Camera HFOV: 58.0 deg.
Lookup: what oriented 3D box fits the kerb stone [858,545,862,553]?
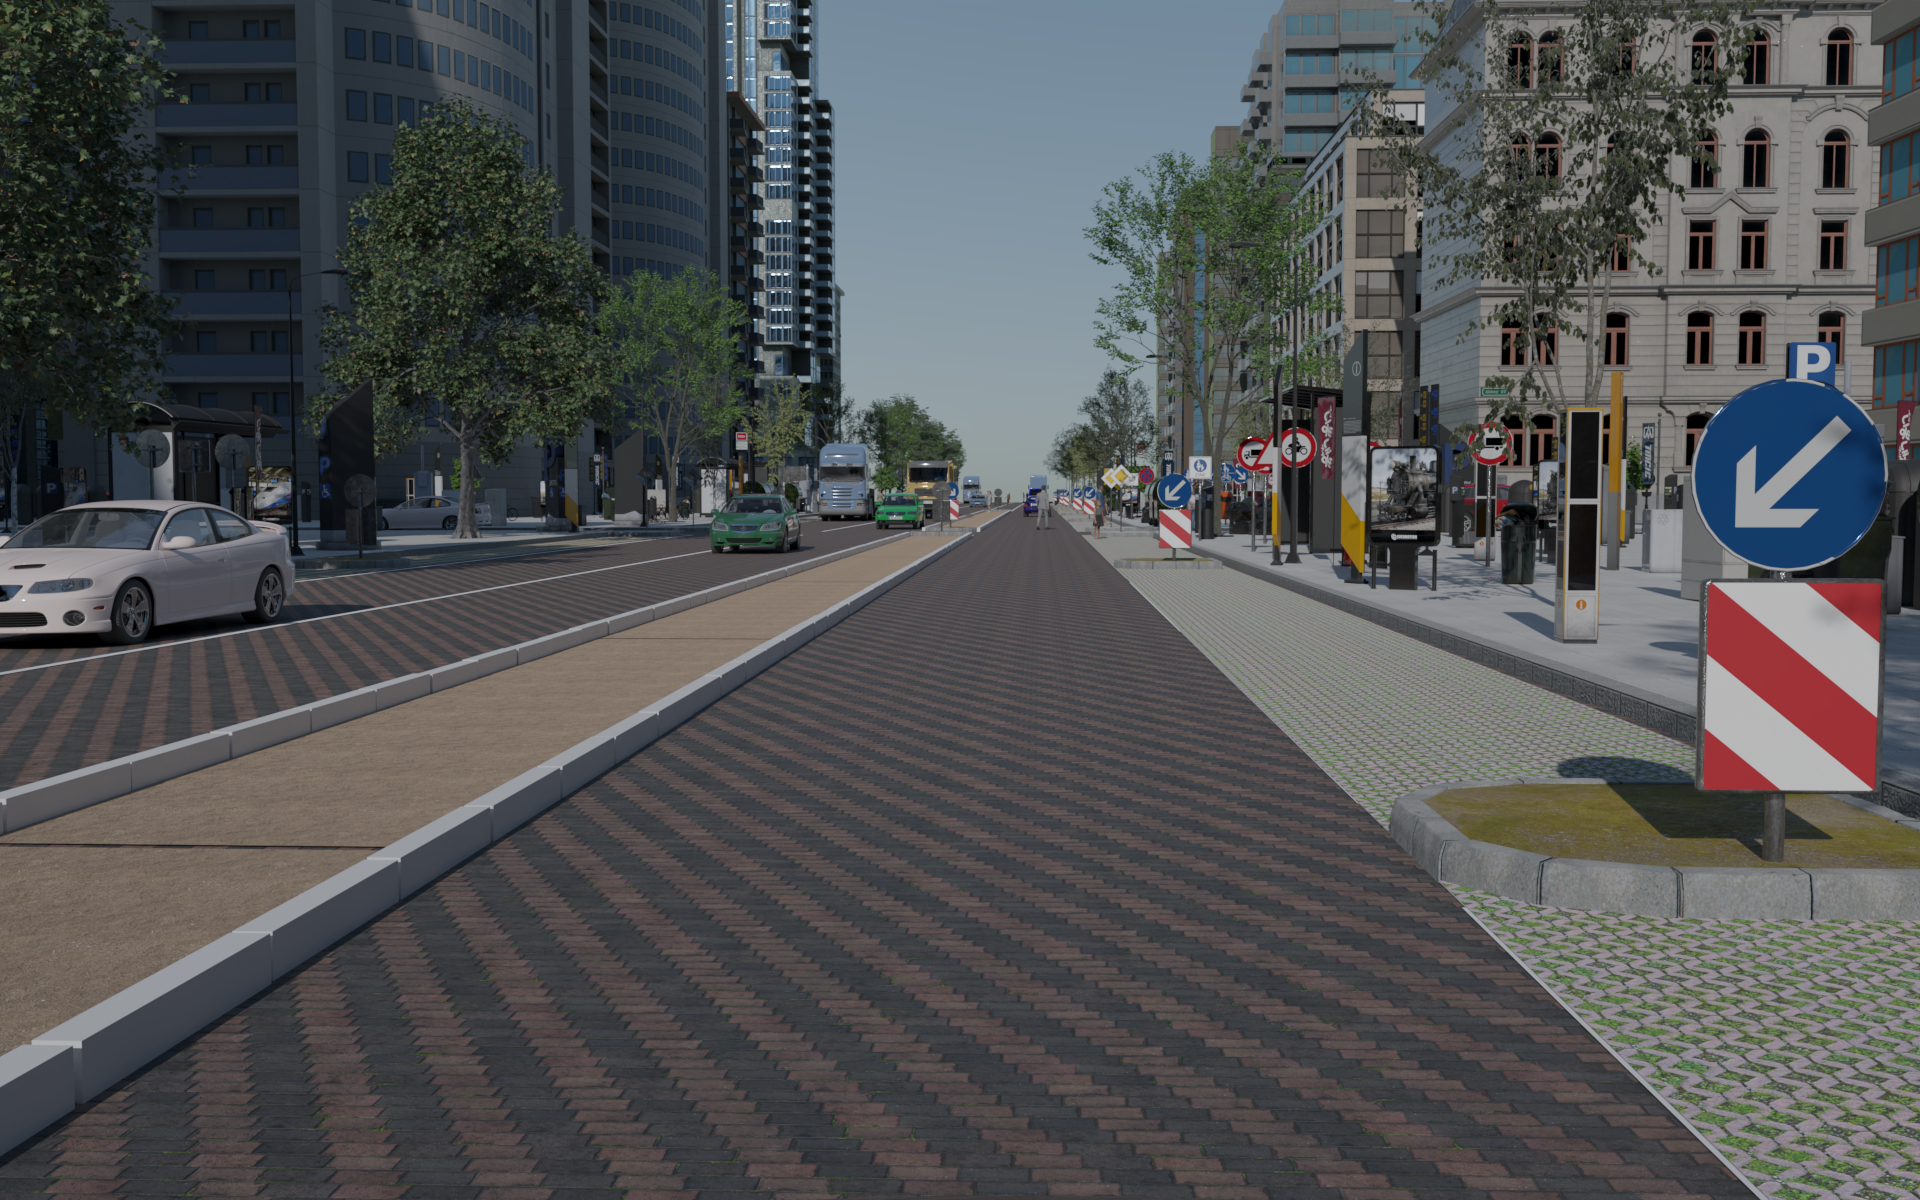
[{"bbox_3d":[-2.521,-1.184,41.549,0.120,0.150,1.000,0,4,3],"label":"kerb stone"}]

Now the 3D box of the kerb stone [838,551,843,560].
[{"bbox_3d":[-2.701,-0.933,37.458,0.120,0.150,1.000,0,4,3],"label":"kerb stone"}]

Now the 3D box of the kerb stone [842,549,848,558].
[{"bbox_3d":[-2.650,-0.996,38.479,0.120,0.150,1.000,0,4,3],"label":"kerb stone"}]

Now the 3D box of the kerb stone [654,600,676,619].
[{"bbox_3d":[-3.488,0.131,20.059,0.120,0.150,1.000,0,4,3],"label":"kerb stone"}]

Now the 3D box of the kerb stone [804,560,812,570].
[{"bbox_3d":[-2.931,-0.620,32.348,0.120,0.150,1.000,0,4,3],"label":"kerb stone"}]

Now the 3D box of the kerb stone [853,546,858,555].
[{"bbox_3d":[-2.560,-1.118,40.527,0.120,0.150,1.000,0,4,3],"label":"kerb stone"}]

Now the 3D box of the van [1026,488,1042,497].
[{"bbox_3d":[8.286,-11.176,187.109,2.240,2.365,5.245,0,4,2],"label":"van"}]

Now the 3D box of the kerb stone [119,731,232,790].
[{"bbox_3d":[-4.012,0.822,8.815,0.120,0.150,1.000,0,4,3],"label":"kerb stone"}]

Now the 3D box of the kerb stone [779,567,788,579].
[{"bbox_3d":[-3.079,-0.430,29.271,0.120,0.150,1.000,0,4,3],"label":"kerb stone"}]

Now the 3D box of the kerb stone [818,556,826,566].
[{"bbox_3d":[-2.838,-0.746,34.390,0.120,0.150,1.000,0,4,3],"label":"kerb stone"}]

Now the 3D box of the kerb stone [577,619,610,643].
[{"bbox_3d":[-3.641,0.318,16.991,0.120,0.150,1.000,0,4,3],"label":"kerb stone"}]

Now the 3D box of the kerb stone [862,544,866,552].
[{"bbox_3d":[-2.471,-1.246,42.572,0.120,0.150,1.000,0,4,3],"label":"kerb stone"}]

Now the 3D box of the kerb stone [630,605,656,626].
[{"bbox_3d":[-3.542,0.193,19.036,0.120,0.150,1.000,0,4,3],"label":"kerb stone"}]

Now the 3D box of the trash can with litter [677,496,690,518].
[{"bbox_3d":[-15.006,-4.987,92.929,1.055,1.170,0.624,0,4,0],"label":"trash can with litter"}]

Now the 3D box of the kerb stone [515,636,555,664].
[{"bbox_3d":[-3.719,0.449,14.948,0.120,0.150,1.000,0,4,3],"label":"kerb stone"}]

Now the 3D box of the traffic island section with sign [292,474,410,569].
[{"bbox_3d":[-11.924,-1.546,33.913,1.989,1.847,2.006,0,4,3],"label":"traffic island section with sign"}]

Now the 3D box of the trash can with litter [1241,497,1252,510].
[{"bbox_3d":[12.685,-4.005,76.870,0.624,1.170,1.055,3,5,39],"label":"trash can with litter"}]

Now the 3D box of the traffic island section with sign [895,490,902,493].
[{"bbox_3d":[-5.863,-9.666,166.674,1.989,1.847,2.006,0,4,3],"label":"traffic island section with sign"}]

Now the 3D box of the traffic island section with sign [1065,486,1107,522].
[{"bbox_3d":[6.563,-4.947,89.507,1.989,1.847,2.006,0,4,3],"label":"traffic island section with sign"}]

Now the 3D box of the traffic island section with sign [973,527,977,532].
[{"bbox_3d":[-0.322,-3.573,66.557,2.006,1.907,1.989,0,4,3],"label":"traffic island section with sign"}]

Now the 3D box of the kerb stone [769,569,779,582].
[{"bbox_3d":[-3.121,-0.370,28.250,0.120,0.150,1.000,0,4,3],"label":"kerb stone"}]

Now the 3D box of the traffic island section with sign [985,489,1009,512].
[{"bbox_3d":[3.095,-8.164,141.618,2.006,1.907,1.989,0,4,3],"label":"traffic island section with sign"}]

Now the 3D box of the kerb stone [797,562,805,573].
[{"bbox_3d":[-2.981,-0.558,31.325,0.120,0.150,1.000,0,4,3],"label":"kerb stone"}]

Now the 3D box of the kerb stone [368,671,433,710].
[{"bbox_3d":[-3.870,0.631,11.883,0.120,0.150,1.000,0,4,3],"label":"kerb stone"}]

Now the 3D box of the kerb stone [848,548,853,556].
[{"bbox_3d":[-2.610,-1.058,39.500,0.120,0.150,1.000,0,4,3],"label":"kerb stone"}]

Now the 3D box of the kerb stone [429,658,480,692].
[{"bbox_3d":[-3.815,0.577,12.906,0.120,0.150,1.000,0,4,3],"label":"kerb stone"}]

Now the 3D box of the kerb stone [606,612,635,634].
[{"bbox_3d":[-3.584,0.256,18.013,0.120,0.150,1.000,0,4,3],"label":"kerb stone"}]

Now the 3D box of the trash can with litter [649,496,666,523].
[{"bbox_3d":[-13.713,-3.965,75.887,1.678,1.210,2.233,1,4,17],"label":"trash can with litter"}]

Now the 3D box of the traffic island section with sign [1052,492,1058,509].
[{"bbox_3d":[10.074,-9.661,166.583,1.989,1.847,2.006,0,4,3],"label":"traffic island section with sign"}]

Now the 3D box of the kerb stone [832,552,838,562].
[{"bbox_3d":[-2.744,-0.871,36.436,0.120,0.150,1.000,0,4,3],"label":"kerb stone"}]

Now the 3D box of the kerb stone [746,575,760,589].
[{"bbox_3d":[-3.210,-0.244,26.198,0.120,0.150,1.000,0,4,3],"label":"kerb stone"}]

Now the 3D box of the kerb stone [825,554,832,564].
[{"bbox_3d":[-2.795,-0.807,35.412,0.120,0.150,1.000,0,4,3],"label":"kerb stone"}]

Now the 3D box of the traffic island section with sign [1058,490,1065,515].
[{"bbox_3d":[7.770,-6.594,116.435,1.989,1.847,2.006,0,4,3],"label":"traffic island section with sign"}]

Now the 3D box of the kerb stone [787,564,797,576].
[{"bbox_3d":[-3.020,-0.496,30.304,0.120,0.150,1.000,0,4,3],"label":"kerb stone"}]

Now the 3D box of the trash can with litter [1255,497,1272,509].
[{"bbox_3d":[11.860,-3.371,66.499,0.624,1.170,1.055,-1,4,-21],"label":"trash can with litter"}]

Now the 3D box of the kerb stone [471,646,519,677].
[{"bbox_3d":[-3.774,0.508,13.927,0.120,0.150,1.000,0,4,3],"label":"kerb stone"}]

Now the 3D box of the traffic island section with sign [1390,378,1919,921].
[{"bbox_3d":[2.777,0.116,6.737,1.989,1.847,2.006,0,4,3],"label":"traffic island section with sign"}]

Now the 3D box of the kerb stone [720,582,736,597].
[{"bbox_3d":[-3.307,-0.119,24.146,0.120,0.150,1.000,0,4,3],"label":"kerb stone"}]

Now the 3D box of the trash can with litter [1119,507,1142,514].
[{"bbox_3d":[11.721,-6.291,113.909,2.233,1.210,1.678,3,5,40],"label":"trash can with litter"}]

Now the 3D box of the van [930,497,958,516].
[{"bbox_3d":[-1.101,-6.596,114.850,2.013,2.044,4.112,0,4,2],"label":"van"}]

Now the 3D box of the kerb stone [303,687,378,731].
[{"bbox_3d":[-3.914,0.694,10.859,0.120,0.150,1.000,0,4,3],"label":"kerb stone"}]

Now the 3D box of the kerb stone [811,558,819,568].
[{"bbox_3d":[-2.889,-0.683,33.369,0.120,0.150,1.000,0,4,3],"label":"kerb stone"}]

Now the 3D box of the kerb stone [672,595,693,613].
[{"bbox_3d":[-3.443,0.068,21.080,0.120,0.150,1.000,0,4,3],"label":"kerb stone"}]

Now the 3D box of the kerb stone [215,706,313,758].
[{"bbox_3d":[-3.960,0.756,9.838,0.120,0.150,1.000,0,4,3],"label":"kerb stone"}]

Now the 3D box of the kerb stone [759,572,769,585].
[{"bbox_3d":[-3.173,-0.305,27.220,0.120,0.150,1.000,0,4,3],"label":"kerb stone"}]

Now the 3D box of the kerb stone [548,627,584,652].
[{"bbox_3d":[-3.681,0.386,15.970,0.120,0.150,1.000,0,4,3],"label":"kerb stone"}]

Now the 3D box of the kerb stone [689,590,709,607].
[{"bbox_3d":[-3.396,0.006,22.101,0.120,0.150,1.000,0,4,3],"label":"kerb stone"}]

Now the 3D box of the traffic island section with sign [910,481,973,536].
[{"bbox_3d":[-0.670,-3.121,59.158,2.006,1.907,1.989,0,4,3],"label":"traffic island section with sign"}]

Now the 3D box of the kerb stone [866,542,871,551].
[{"bbox_3d":[-2.419,-1.309,43.593,0.120,0.150,1.000,0,4,3],"label":"kerb stone"}]

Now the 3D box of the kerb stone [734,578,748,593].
[{"bbox_3d":[-3.262,-0.182,25.170,0.120,0.150,1.000,0,4,3],"label":"kerb stone"}]

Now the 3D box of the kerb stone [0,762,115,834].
[{"bbox_3d":[-4.052,0.881,7.793,0.120,0.150,1.000,0,4,3],"label":"kerb stone"}]

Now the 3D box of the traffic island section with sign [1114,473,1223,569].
[{"bbox_3d":[4.010,-1.531,33.664,1.989,1.847,2.006,0,4,3],"label":"traffic island section with sign"}]

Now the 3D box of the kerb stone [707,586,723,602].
[{"bbox_3d":[-3.346,-0.057,23.122,0.120,0.150,1.000,0,4,3],"label":"kerb stone"}]

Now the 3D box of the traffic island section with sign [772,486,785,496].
[{"bbox_3d":[-9.389,-4.942,89.436,1.989,1.847,2.006,0,4,3],"label":"traffic island section with sign"}]
